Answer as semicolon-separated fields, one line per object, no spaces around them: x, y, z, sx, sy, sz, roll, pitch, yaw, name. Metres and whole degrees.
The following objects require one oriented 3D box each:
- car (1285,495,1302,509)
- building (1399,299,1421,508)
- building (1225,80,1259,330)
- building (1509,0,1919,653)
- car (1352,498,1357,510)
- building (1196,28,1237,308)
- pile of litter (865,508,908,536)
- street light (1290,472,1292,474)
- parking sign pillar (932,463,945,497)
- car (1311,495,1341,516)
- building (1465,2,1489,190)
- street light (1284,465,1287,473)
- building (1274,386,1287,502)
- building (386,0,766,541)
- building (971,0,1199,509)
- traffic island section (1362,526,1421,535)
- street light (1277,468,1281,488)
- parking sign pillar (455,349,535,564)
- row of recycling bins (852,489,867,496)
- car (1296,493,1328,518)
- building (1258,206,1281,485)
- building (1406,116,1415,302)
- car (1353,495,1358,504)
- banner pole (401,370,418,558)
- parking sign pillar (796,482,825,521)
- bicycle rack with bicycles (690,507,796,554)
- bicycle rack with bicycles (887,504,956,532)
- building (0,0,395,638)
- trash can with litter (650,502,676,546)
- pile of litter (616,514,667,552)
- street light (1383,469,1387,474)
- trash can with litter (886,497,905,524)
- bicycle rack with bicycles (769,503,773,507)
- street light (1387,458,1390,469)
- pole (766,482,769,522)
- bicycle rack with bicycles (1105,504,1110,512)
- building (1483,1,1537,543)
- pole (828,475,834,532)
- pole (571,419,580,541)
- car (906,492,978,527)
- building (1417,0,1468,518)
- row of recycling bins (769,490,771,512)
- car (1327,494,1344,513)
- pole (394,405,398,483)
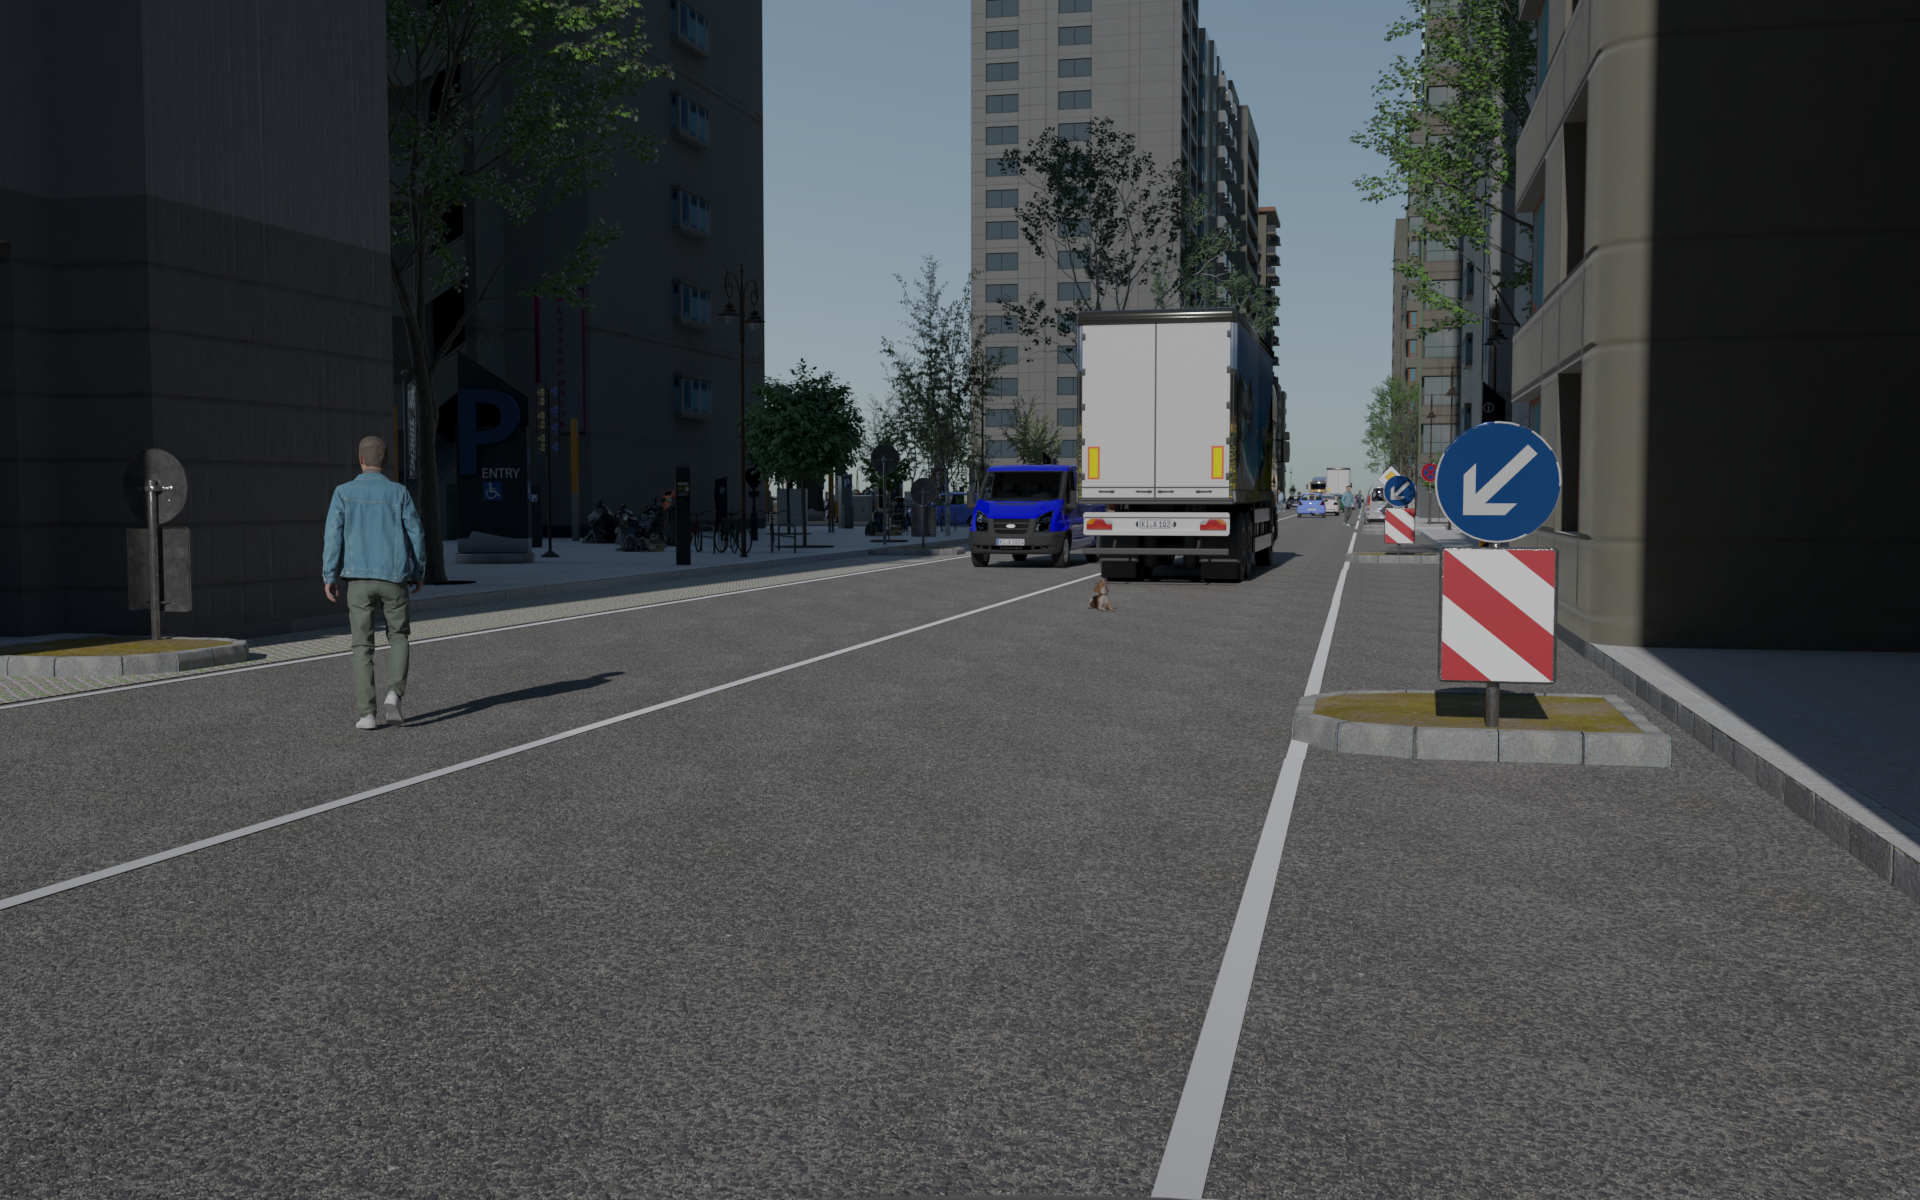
31.573;-9.192;162.877;1.945;1.354;3.894;1;4;14;car
56.357;-19.560;164.841;27.650;21.520;28.899;1;4;13;building
24.431;-35.784;208.770;21.300;48.544;21.600;1;4;13;building
17.540;-9.811;5.444;27.650;21.520;28.899;1;4;13;building
35.060;-8.888;157.681;2.083;1.381;4.827;1;4;14;car
17.416;-34.502;183.711;23.786;49.044;30.456;1;4;13;building
-2.257;-2.430;53.688;1.719;0.858;1.176;-3;5;-39;pile of litter
55.793;-19.524;292.009;0.468;5.910;1.993;1;4;13;street light
-1.633;-8.494;127.348;1.447;3.967;1.447;-2;4;-32;parking sign pillar
24.249;-6.279;115.018;2.083;1.381;4.827;1;4;12;car
33.250;-27.620;75.281;21.600;48.544;21.300;1;4;13;building
50.908;-18.251;271.196;0.468;5.910;1.993;1;4;13;street light
39.556;-27.087;287.907;27.650;21.520;28.899;1;4;13;building
-19.925;-26.409;55.497;21.600;48.544;21.300;1;4;13;building
13.207;-44.012;157.845;20.563;71.187;20.611;1;4;13;building
15.528;-2.453;62.388;2.009;0.180;2.903;1;4;13;traffic island section
46.120;-16.984;250.480;0.468;5.910;1.993;1;4;13;street light
-8.688;-2.678;32.260;1.447;3.967;1.447;0;4;-5;parking sign pillar
-8.105;-8.196;141.119;3.534;1.692;1.069;1;4;12;row of recycling bins
21.438;-5.870;105.558;1.945;1.707;3.694;1;4;12;car
36.125;-36.928;258.392;22.147;44.769;28.867;1;4;13;building
55.226;-30.761;186.533;14.154;41.232;14.086;1;4;13;building
58.316;-14.959;257.164;1.945;1.354;3.894;1;4;13;car
-11.032;-2.736;34.746;0.401;3.779;0.863;-3;4;-36;banner pole
-7.206;-5.782;83.000;1.447;3.967;1.447;2;4;29;parking sign pillar
-4.765;-1.504;37.973;2.852;0.926;2.925;-1;4;-16;bicycle rack with bicycles
-1.422;-2.844;59.878;2.852;0.926;2.925;1;4;16;bicycle rack with bicycles
-19.780;-28.418;6.636;21.231;58.520;28.212;1;4;13;building
-7.180;-1.896;42.395;1.055;1.170;0.624;-2;4;-25;trash can with litter
-7.188;-1.529;38.963;1.176;0.858;1.719;0;4;-4;pile of litter
58.024;-16.036;234.972;0.468;5.910;1.993;1;4;13;street light
-2.759;-3.856;74.428;0.624;1.170;1.055;-1;4;-20;trash can with litter
-12.055;-5.084;96.511;2.925;0.926;2.852;3;5;45;bicycle rack with bicycles
48.937;-13.668;196.252;0.468;5.910;1.993;1;4;13;street light
-8.776;-5.191;78.717;0.158;3.312;0.155;0;3;0;pole
10.654;-7.031;128.341;2.925;0.926;2.852;-3;5;-42;bicycle rack with bicycles
24.480;-30.663;43.336;21.231;58.520;28.212;1;4;13;building
-4.322;-3.926;58.029;0.158;3.312;0.155;0;3;0;pole
-10.440;-3.250;46.983;0.158;3.312;0.155;0;3;0;pole
-0.422;-3.664;69.503;3.694;1.707;1.945;1;4;14;car
32.892;-25.228;96.072;14.154;41.232;14.086;1;4;13;building
-15.420;-7.246;125.588;3.534;1.692;1.069;-1;4;-19;row of recycling bins
29.230;-7.542;135.116;2.131;1.459;4.920;1;4;13;car
-13.024;-2.812;39.821;0.158;3.312;0.155;0;3;0;pole
